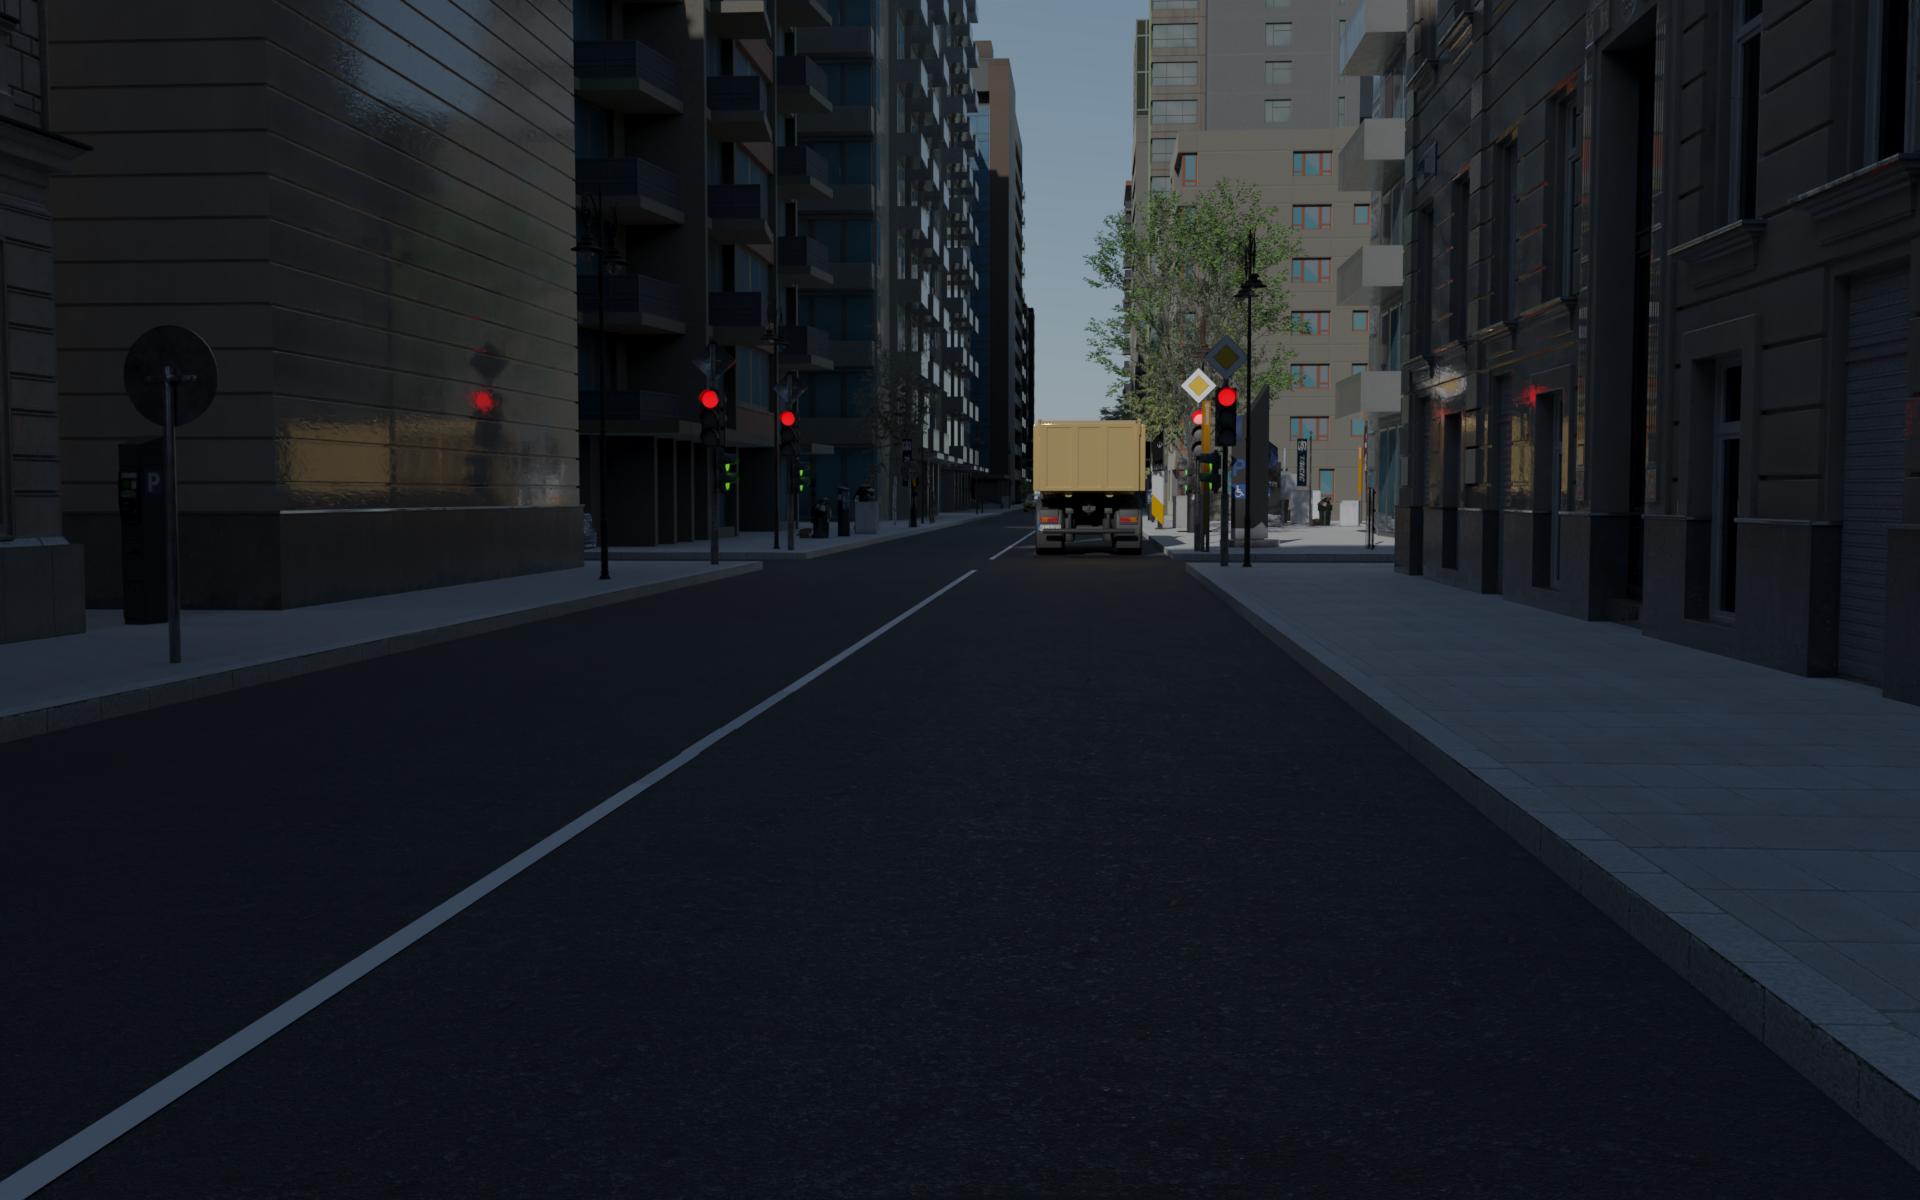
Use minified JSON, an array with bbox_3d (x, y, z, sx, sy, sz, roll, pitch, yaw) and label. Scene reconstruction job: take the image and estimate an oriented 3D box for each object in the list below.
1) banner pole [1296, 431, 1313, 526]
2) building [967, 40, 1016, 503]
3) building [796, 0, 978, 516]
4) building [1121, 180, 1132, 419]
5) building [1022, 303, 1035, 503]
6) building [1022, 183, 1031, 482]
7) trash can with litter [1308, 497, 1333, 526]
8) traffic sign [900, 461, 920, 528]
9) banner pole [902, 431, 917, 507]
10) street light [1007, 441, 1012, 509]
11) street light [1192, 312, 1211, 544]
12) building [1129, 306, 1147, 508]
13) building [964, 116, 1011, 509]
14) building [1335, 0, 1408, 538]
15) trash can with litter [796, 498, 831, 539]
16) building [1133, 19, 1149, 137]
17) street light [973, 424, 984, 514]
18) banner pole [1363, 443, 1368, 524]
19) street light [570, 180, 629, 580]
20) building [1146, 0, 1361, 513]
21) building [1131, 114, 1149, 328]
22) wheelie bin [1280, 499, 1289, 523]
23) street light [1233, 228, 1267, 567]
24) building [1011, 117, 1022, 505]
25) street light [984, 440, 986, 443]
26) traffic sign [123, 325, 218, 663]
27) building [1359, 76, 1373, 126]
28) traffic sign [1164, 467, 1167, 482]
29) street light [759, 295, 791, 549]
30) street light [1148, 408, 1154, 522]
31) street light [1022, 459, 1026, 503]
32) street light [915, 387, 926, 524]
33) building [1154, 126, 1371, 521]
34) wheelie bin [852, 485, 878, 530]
[{"bbox_3d":[13.664,-4.801,68.519,0.863,3.779,0.401,-1,4,-21],"label":"banner pole"},{"bbox_3d":[-1.599,-32.166,176.026,14.600,45.320,14.200,0,4,4],"label":"building"},{"bbox_3d":[-10.228,-31.229,130.200,23.786,49.044,30.456,0,4,4],"label":"building"},{"bbox_3d":[33.268,-35.587,236.475,22.147,44.769,28.867,0,4,4],"label":"building"},{"bbox_3d":[3.913,-29.780,258.596,14.160,30.474,14.107,0,4,4],"label":"building"},{"bbox_3d":[-2.486,-37.690,235.835,23.786,49.044,30.456,0,4,4],"label":"building"},{"bbox_3d":[14.499,-3.574,69.827,0.624,1.170,1.055,-3,4,-38],"label":"trash can with litter"},{"bbox_3d":[-1.927,-4.040,66.162,0.768,2.556,0.104,1,4,9],"label":"traffic sign"},{"bbox_3d":[-1.964,-4.816,68.761,0.863,3.779,0.401,2,4,29],"label":"banner pole"},{"bbox_3d":[4.307,-10.908,151.129,0.468,5.910,1.993,0,4,4],"label":"street light"},{"bbox_3d":[6.171,-4.361,44.097,0.468,5.910,1.993,0,4,4],"label":"street light"},{"bbox_3d":[31.095,-20.046,172.783,27.650,21.520,28.899,0,4,4],"label":"building"},{"bbox_3d":[-11.757,-28.499,157.838,32.217,40.220,23.993,0,4,4],"label":"building"},{"bbox_3d":[26.749,-26.370,50.765,30.456,49.044,23.786,0,4,4],"label":"building"},{"bbox_3d":[-4.251,-2.367,50.092,1.055,1.170,0.624,2,4,25],"label":"trash can with litter"},{"bbox_3d":[34.149,-50.282,260.366,20.563,71.187,20.611,0,4,4],"label":"building"},{"bbox_3d":[1.073,-8.356,109.407,0.468,5.910,1.993,0,4,4],"label":"street light"},{"bbox_3d":[17.398,-5.131,73.914,0.401,3.779,0.863,0,4,5],"label":"banner pole"},{"bbox_3d":[-5.347,-3.248,25.895,0.468,5.910,1.993,0,4,4],"label":"street light"},{"bbox_3d":[20.351,-26.881,123.098,14.154,41.232,14.086,0,4,4],"label":"building"},{"bbox_3d":[31.778,-35.933,211.214,21.300,48.544,21.600,0,4,4],"label":"building"},{"bbox_3d":[14.233,-4.233,77.118,0.693,1.594,0.980,-2,4,-31],"label":"wheelie bin"},{"bbox_3d":[5.057,-3.520,30.339,0.468,5.910,1.993,0,4,4],"label":"street light"},{"bbox_3d":[-3.543,-35.852,209.876,21.300,48.544,21.600,0,4,4],"label":"building"},{"bbox_3d":[1.493,-8.759,115.990,0.468,5.910,1.993,0,4,4],"label":"street light"},{"bbox_3d":[-5.958,-0.793,13.072,0.768,2.556,0.104,1,4,8],"label":"traffic sign"},{"bbox_3d":[29.682,-33.895,143.430,28.713,52.752,27.495,0,4,4],"label":"building"},{"bbox_3d":[7.306,-3.752,63.477,0.606,2.300,0.079,1,4,13],"label":"traffic sign"},{"bbox_3d":[-4.285,-4.127,40.272,0.468,5.910,1.993,0,4,4],"label":"street light"},{"bbox_3d":[8.777,-6.476,78.670,0.468,5.910,1.993,0,4,4],"label":"street light"},{"bbox_3d":[6.874,-13.047,186.099,0.468,5.910,1.993,0,4,4],"label":"street light"},{"bbox_3d":[-1.621,-6.242,74.841,0.468,5.910,1.993,0,4,4],"label":"street light"},{"bbox_3d":[25.248,-15.356,96.102,27.650,21.520,28.899,0,4,4],"label":"building"},{"bbox_3d":[-3.267,-3.193,60.109,0.693,1.594,0.980,2,4,28],"label":"wheelie bin"}]
